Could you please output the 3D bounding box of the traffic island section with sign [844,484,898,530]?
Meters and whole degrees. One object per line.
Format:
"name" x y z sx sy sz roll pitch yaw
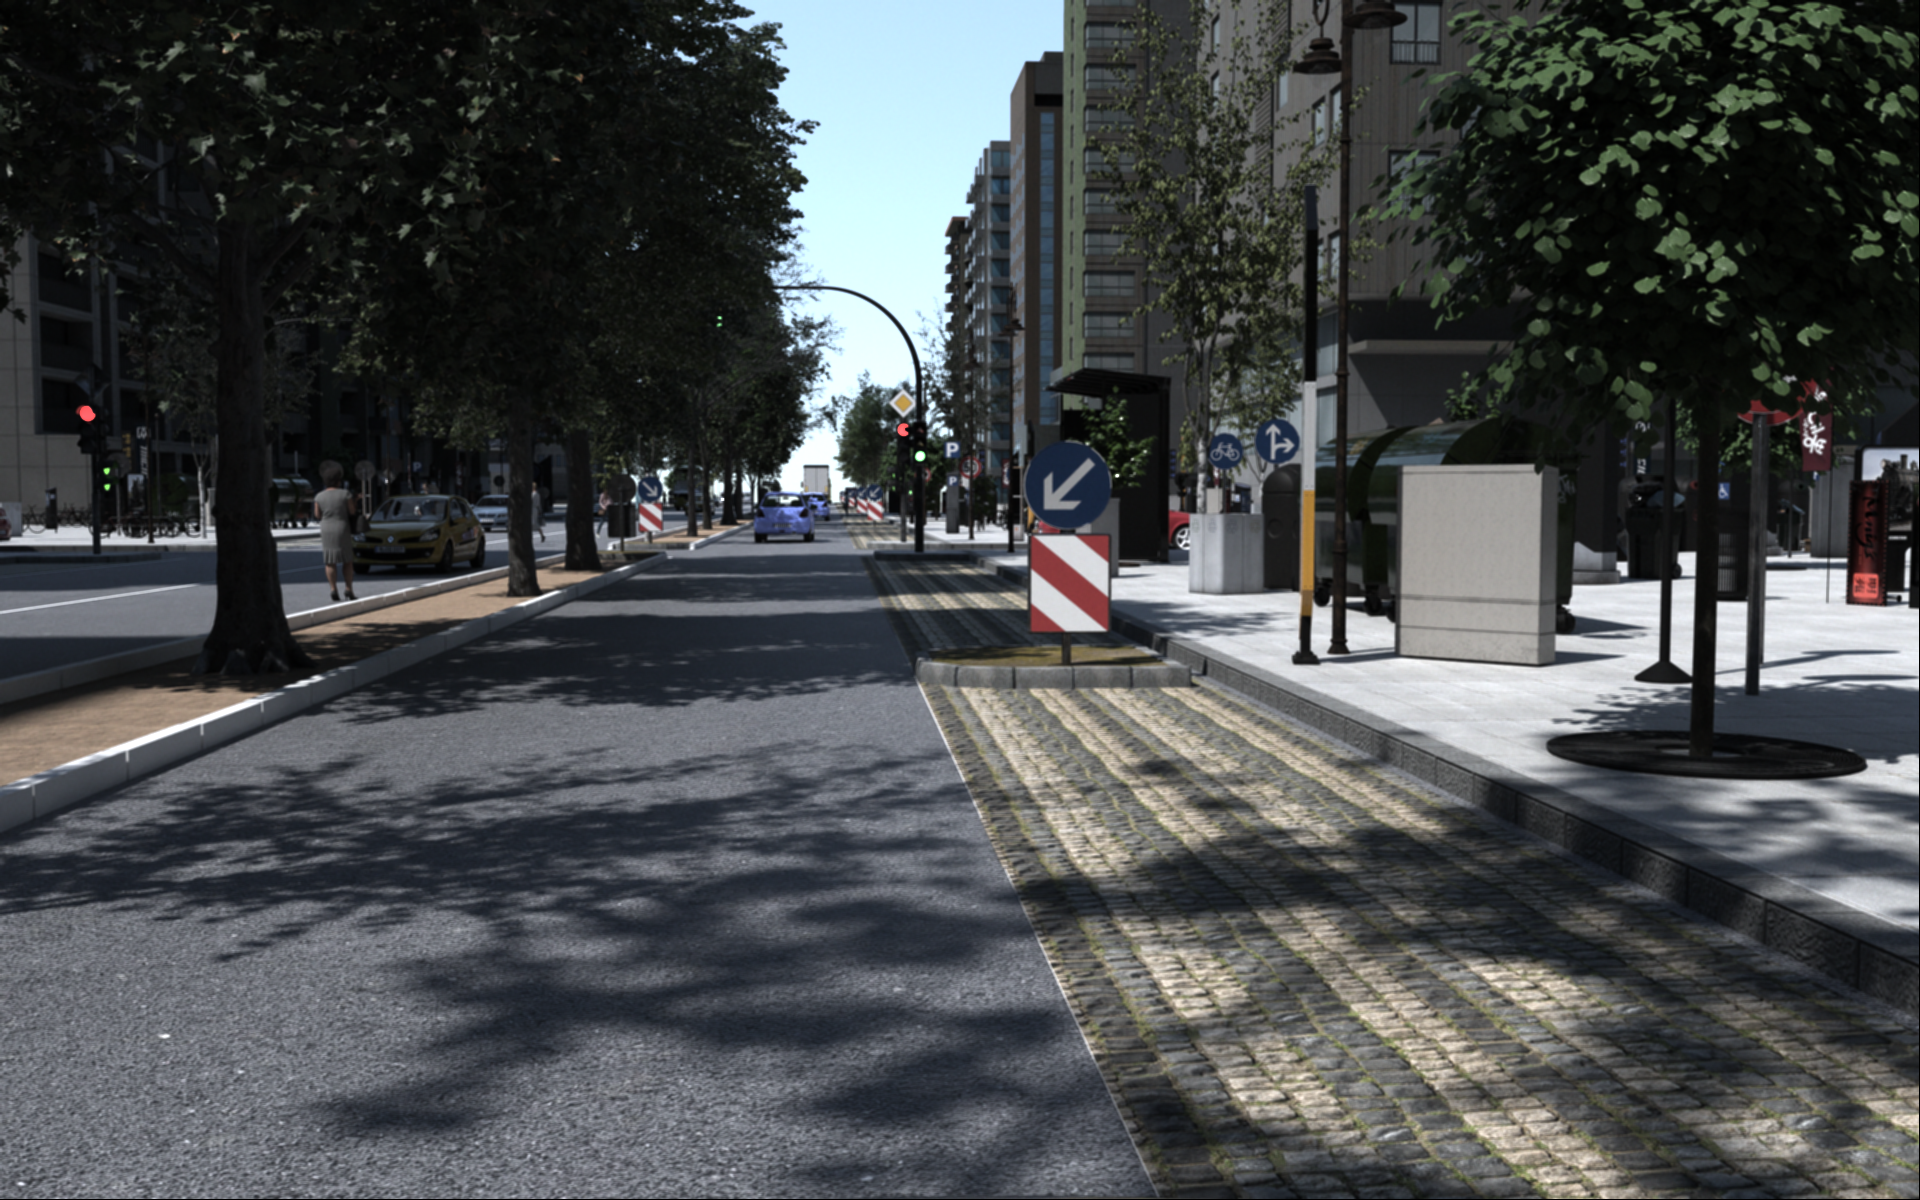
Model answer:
"traffic island section with sign" -3.506 -3.674 68.704 1.989 1.847 2.006 0 4 -4

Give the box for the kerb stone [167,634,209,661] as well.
"kerb stone" -6.829 0.432 15.202 0.120 0.150 1.000 0 4 -4

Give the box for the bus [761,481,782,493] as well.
"bus" -25.825 -14.769 236.334 2.948 3.499 13.247 0 4 -6

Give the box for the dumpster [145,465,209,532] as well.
"dumpster" -26.559 -3.435 58.657 1.502 2.255 1.985 0 4 -4

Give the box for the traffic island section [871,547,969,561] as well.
"traffic island section" -0.886 -0.977 38.261 2.009 0.180 2.903 0 4 -4

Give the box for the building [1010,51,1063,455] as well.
"building" 12.711 -32.239 177.225 14.600 45.320 14.200 0 4 -4

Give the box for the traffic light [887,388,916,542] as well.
"traffic light" -1.524 -3.498 46.107 0.839 4.253 0.868 0 4 -4

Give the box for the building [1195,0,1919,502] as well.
"building" 26.114 -29.816 76.727 27.495 52.752 28.713 0 4 -4

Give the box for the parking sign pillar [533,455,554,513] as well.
"parking sign pillar" -28.548 -7.953 118.507 1.447 3.967 1.447 0 4 -3

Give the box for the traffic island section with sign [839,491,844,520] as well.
"traffic island section with sign" -5.521 -5.325 95.688 1.989 1.847 2.006 0 4 -4

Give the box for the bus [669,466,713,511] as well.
"bus" -23.568 -9.870 152.928 2.896 3.916 12.252 0 4 -4

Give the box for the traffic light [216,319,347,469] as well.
"traffic light" -16.906 -4.300 44.975 4.771 5.953 1.251 0 4 -4

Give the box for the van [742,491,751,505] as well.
"van" -28.658 -13.800 232.637 2.013 2.044 4.112 0 4 -5

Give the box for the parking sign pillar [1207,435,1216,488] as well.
"parking sign pillar" 11.303 -5.516 78.651 1.447 3.967 1.447 1 4 16

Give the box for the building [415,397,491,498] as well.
"building" -50.436 -23.383 154.008 14.160 30.474 14.107 0 4 -4

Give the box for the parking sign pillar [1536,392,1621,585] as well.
"parking sign pillar" 8.810 -2.234 25.004 1.447 3.967 1.447 -3 5 -41

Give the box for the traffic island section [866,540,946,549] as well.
"traffic island section" -1.484 -1.464 46.224 2.009 0.180 2.903 0 4 -4

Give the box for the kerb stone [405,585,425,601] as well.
"kerb stone" -7.432 -0.072 23.383 0.120 0.150 1.000 0 4 -4

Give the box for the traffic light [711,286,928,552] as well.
"traffic light" -3.006 -3.864 37.847 4.771 5.953 1.251 0 4 -4

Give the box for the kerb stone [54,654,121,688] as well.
"kerb stone" -6.662 0.552 13.164 0.120 0.150 1.000 0 4 -4

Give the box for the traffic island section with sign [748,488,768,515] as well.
"traffic island section with sign" -13.681 -6.861 120.321 2.006 1.907 1.989 0 4 -4

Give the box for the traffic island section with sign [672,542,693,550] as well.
"traffic island section with sign" -8.043 -2.279 45.393 2.006 1.907 1.989 0 4 -4

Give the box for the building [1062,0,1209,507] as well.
"building" 14.565 -27.396 131.518 14.154 41.232 14.086 0 4 -4

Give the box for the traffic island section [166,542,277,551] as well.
"traffic island section" -19.026 -1.384 44.916 2.009 0.180 2.903 0 4 -4

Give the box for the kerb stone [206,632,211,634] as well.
"kerb stone" -6.900 0.365 16.222 0.120 0.150 1.000 0 4 -4

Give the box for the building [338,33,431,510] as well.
"building" -53.431 -29.166 131.487 22.147 44.769 28.867 0 4 -4

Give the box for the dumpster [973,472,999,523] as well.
"dumpster" 0.884 -4.464 75.484 1.502 2.255 1.985 0 4 -4

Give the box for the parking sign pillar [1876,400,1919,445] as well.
"parking sign pillar" 26.941 -3.755 49.869 1.447 3.967 1.447 -1 4 -19

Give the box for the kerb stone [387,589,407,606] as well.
"kerb stone" -7.359 -0.001 22.360 0.120 0.150 1.000 0 4 -4

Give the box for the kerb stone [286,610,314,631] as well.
"kerb stone" -7.049 0.240 18.269 0.120 0.150 1.000 0 4 -4

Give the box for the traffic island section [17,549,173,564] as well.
"traffic island section" -18.428 -0.897 36.953 2.009 0.180 2.903 0 4 -4

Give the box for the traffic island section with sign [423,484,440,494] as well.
"traffic island section with sign" -20.753 -3.616 67.756 1.989 1.847 2.006 0 4 -4

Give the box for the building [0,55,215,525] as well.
"building" -46.923 -39.200 79.177 20.563 71.187 20.611 0 4 -4

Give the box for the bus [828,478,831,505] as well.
"bus" -18.685 -14.749 232.692 2.896 3.916 12.252 0 4 -5

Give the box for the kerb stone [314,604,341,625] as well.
"kerb stone" -7.123 0.178 19.289 0.120 0.150 1.000 0 4 -4

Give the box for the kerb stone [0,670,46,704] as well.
"kerb stone" -6.590 0.618 12.138 0.120 0.150 1.000 0 4 -4

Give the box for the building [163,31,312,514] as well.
"building" -47.034 -20.434 105.794 14.160 30.474 14.107 0 4 -4

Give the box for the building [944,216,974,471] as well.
"building" 8.989 -37.480 267.414 22.147 44.769 28.867 0 4 -4

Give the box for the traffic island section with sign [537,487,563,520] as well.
"traffic island section with sign" -22.773 -5.260 94.636 1.989 1.847 2.006 0 4 -4

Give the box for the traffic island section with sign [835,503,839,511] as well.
"traffic island section with sign" -9.201 -8.313 144.552 1.989 1.847 2.006 0 4 -4

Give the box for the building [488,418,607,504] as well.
"building" -59.106 -41.972 228.241 21.231 58.520 28.212 0 4 -4

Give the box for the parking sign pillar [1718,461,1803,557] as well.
"parking sign pillar" 16.410 -2.912 36.088 1.447 3.967 1.447 -1 4 -21

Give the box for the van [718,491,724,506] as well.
"van" -28.816 -12.635 213.595 2.013 2.044 4.112 0 4 -5

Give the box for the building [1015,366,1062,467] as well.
"building" 17.670 -51.440 153.717 22.319 86.520 31.000 0 4 -4

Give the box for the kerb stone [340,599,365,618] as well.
"kerb stone" -7.204 0.115 20.312 0.120 0.150 1.000 0 4 -4

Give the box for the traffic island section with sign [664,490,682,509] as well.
"traffic island section with sign" -28.547 -9.966 171.576 1.989 1.847 2.006 0 4 -4

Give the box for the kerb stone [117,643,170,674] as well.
"kerb stone" -6.742 0.490 14.183 0.120 0.150 1.000 0 4 -4

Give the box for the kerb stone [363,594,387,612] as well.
"kerb stone" -7.281 0.053 21.332 0.120 0.150 1.000 0 4 -4

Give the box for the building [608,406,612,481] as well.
"building" -57.865 -29.282 250.465 14.160 30.474 14.107 0 4 -4

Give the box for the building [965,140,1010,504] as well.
"building" 12.421 -37.721 236.347 23.786 49.044 30.456 0 4 -4

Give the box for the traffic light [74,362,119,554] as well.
"traffic light" -18.387 -2.930 36.822 0.839 4.253 0.868 0 4 -4

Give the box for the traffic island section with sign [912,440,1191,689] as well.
"traffic island section with sign" 0.639 -0.304 13.601 1.989 1.847 2.006 0 4 -4
